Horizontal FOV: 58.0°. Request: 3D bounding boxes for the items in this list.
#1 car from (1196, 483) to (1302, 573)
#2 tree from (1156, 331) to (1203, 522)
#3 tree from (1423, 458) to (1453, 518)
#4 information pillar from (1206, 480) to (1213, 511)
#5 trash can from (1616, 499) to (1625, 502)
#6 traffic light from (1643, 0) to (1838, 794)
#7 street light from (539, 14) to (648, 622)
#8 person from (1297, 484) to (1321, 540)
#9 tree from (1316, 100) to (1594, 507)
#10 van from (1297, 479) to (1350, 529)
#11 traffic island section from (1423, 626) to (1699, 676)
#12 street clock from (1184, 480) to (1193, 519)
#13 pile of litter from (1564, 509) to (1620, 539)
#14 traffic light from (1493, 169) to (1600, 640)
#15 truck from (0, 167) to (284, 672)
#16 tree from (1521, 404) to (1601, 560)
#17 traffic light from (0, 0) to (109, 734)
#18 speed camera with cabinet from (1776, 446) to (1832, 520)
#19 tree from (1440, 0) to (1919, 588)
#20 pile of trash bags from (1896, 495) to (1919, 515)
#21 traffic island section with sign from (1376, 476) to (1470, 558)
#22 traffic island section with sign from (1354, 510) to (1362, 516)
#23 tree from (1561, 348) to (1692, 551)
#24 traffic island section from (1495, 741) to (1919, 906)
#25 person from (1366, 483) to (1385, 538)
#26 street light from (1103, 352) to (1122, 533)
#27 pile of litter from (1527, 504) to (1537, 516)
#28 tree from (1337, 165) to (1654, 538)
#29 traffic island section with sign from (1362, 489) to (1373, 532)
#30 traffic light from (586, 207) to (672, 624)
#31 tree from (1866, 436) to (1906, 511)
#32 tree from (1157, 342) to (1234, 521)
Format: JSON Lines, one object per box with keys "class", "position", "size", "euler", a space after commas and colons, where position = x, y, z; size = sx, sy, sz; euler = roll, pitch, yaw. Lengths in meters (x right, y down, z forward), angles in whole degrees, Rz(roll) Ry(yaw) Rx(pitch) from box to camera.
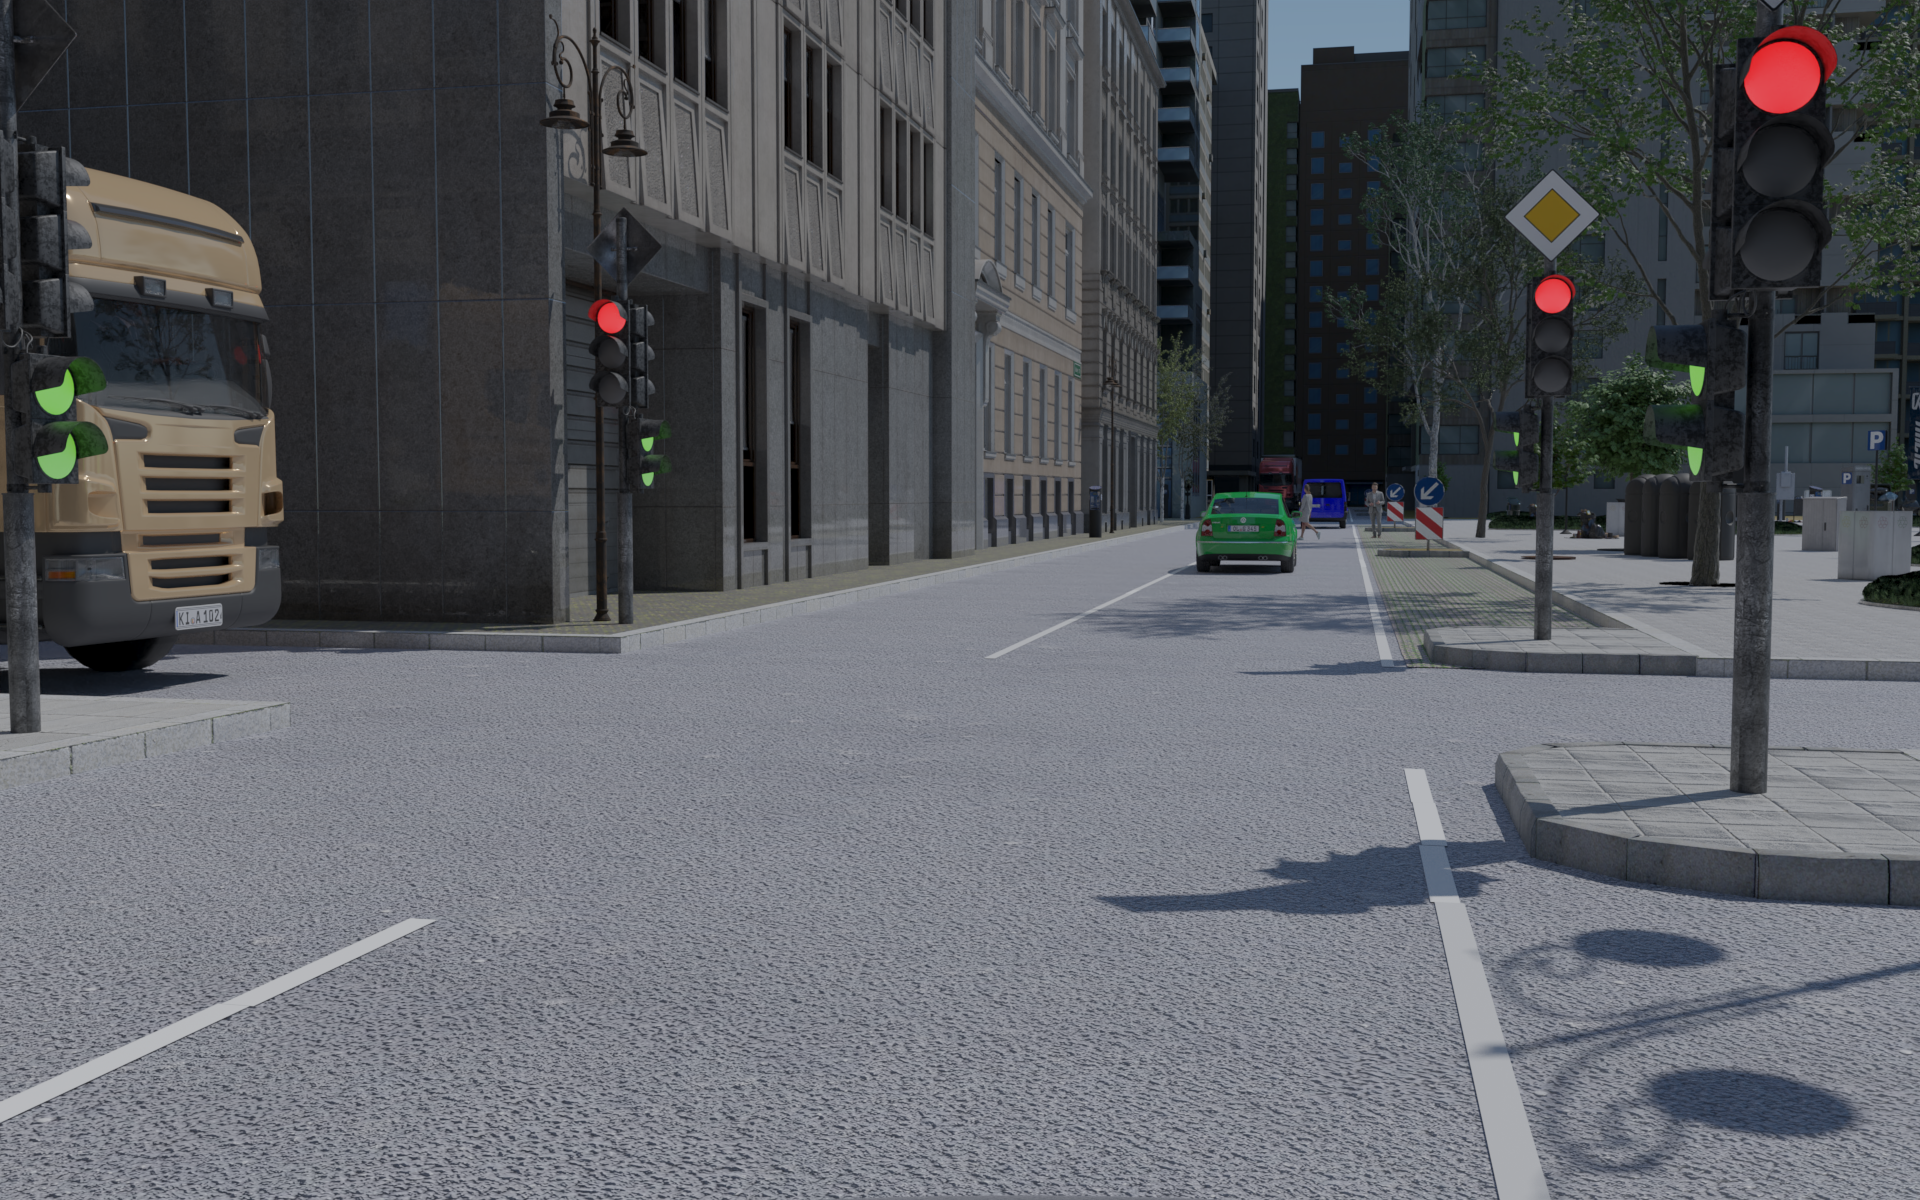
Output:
{"class": "car", "position": [5.520, -1.484, 33.057], "size": [1.959, 1.807, 4.718], "euler": [1, 4, 12]}
{"class": "tree", "position": [8.969, -7.821, 78.240], "size": [4.737, 8.622, 4.395], "euler": [0, 3, 0]}
{"class": "tree", "position": [25.604, -5.989, 92.525], "size": [1.663, 3.219, 1.824], "euler": [0, 3, 0]}
{"class": "information pillar", "position": [12.810, -5.168, 88.991], "size": [0.304, 2.012, 0.304], "euler": [0, 4, 6]}
{"class": "trash can", "position": [20.686, -2.568, 53.632], "size": [0.748, 1.137, 0.748], "euler": [0, 3, 0]}
{"class": "traffic light", "position": [3.387, -1.128, 7.369], "size": [0.839, 4.253, 0.868], "euler": [1, 4, 12]}
{"class": "street light", "position": [-3.620, -2.725, 17.336], "size": [0.468, 5.910, 1.993], "euler": [1, 4, 12]}
{"class": "person", "position": [10.777, -2.714, 53.625], "size": [0.760, 1.731, 0.466], "euler": [0, 4, 6]}
{"class": "tree", "position": [23.128, -13.795, 81.445], "size": [12.611, 20.169, 13.585], "euler": [0, 3, 0]}
{"class": "van", "position": [15.405, -4.221, 73.395], "size": [2.240, 2.365, 5.245], "euler": [1, 4, 12]}
{"class": "traffic island section", "position": [5.158, 0.429, 15.270], "size": [2.009, 0.180, 2.903], "euler": [1, 4, 12]}
{"class": "street clock", "position": [11.510, -5.077, 87.587], "size": [0.471, 2.002, 0.358], "euler": [-2, 4, -34]}
{"class": "pile of litter", "position": [18.259, -2.204, 50.005], "size": [1.176, 0.858, 1.719], "euler": [-1, 4, -15]}
{"class": "traffic light", "position": [5.121, -1.605, 15.164], "size": [0.839, 4.253, 0.868], "euler": [1, 4, 12]}
{"class": "truck", "position": [-10.398, -1.525, 13.853], "size": [11.283, 4.237, 2.839], "euler": [1, 4, 14]}
{"class": "tree", "position": [11.476, -2.410, 33.999], "size": [1.663, 3.219, 1.824], "euler": [0, 3, 0]}
{"class": "traffic light", "position": [-5.023, -1.241, 9.216], "size": [0.839, 4.253, 0.868], "euler": [1, 4, 12]}
{"class": "speed camera with cabinet", "position": [34.871, -4.724, 71.580], "size": [2.038, 3.252, 0.660], "euler": [1, 4, 23]}
{"class": "tree", "position": [10.400, -5.989, 23.670], "size": [9.928, 11.665, 9.643], "euler": [0, 3, 0]}
{"class": "pile of trash bags", "position": [41.937, -4.115, 77.033], "size": [3.447, 1.369, 1.912], "euler": [2, 4, 26]}
{"class": "traffic island section with sign", "position": [10.626, -1.905, 39.783], "size": [1.989, 1.847, 2.006], "euler": [1, 4, 12]}
{"class": "traffic island section with sign", "position": [27.262, -6.482, 114.605], "size": [1.989, 1.847, 2.006], "euler": [1, 4, 12]}
{"class": "tree", "position": [15.289, -3.389, 39.119], "size": [4.285, 4.588, 4.351], "euler": [0, 3, 0]}
{"class": "traffic island section", "position": [3.424, 0.906, 7.474], "size": [2.009, 0.180, 2.903], "euler": [1, 4, 12]}
{"class": "person", "position": [13.385, -2.887, 55.902], "size": [0.606, 1.804, 0.583], "euler": [1, 4, 20]}
{"class": "street light", "position": [4.969, -5.121, 56.512], "size": [0.468, 5.910, 1.993], "euler": [1, 4, 12]}
{"class": "pile of litter", "position": [25.568, -3.861, 77.086], "size": [1.176, 0.858, 1.719], "euler": [-3, 5, -43]}
{"class": "tree", "position": [15.243, -7.077, 50.127], "size": [8.767, 10.594, 7.601], "euler": [0, 4, 0]}
{"class": "traffic island section with sign", "position": [16.477, -3.515, 66.098], "size": [1.989, 1.847, 2.006], "euler": [1, 4, 12]}
{"class": "traffic light", "position": [-3.289, -1.718, 17.011], "size": [0.839, 4.253, 0.868], "euler": [1, 4, 12]}
{"class": "tree", "position": [31.009, -3.836, 57.322], "size": [1.663, 3.219, 1.824], "euler": [0, 3, 0]}
{"class": "tree", "position": [11.008, -8.151, 83.636], "size": [4.360, 8.622, 3.978], "euler": [0, 3, 0]}
